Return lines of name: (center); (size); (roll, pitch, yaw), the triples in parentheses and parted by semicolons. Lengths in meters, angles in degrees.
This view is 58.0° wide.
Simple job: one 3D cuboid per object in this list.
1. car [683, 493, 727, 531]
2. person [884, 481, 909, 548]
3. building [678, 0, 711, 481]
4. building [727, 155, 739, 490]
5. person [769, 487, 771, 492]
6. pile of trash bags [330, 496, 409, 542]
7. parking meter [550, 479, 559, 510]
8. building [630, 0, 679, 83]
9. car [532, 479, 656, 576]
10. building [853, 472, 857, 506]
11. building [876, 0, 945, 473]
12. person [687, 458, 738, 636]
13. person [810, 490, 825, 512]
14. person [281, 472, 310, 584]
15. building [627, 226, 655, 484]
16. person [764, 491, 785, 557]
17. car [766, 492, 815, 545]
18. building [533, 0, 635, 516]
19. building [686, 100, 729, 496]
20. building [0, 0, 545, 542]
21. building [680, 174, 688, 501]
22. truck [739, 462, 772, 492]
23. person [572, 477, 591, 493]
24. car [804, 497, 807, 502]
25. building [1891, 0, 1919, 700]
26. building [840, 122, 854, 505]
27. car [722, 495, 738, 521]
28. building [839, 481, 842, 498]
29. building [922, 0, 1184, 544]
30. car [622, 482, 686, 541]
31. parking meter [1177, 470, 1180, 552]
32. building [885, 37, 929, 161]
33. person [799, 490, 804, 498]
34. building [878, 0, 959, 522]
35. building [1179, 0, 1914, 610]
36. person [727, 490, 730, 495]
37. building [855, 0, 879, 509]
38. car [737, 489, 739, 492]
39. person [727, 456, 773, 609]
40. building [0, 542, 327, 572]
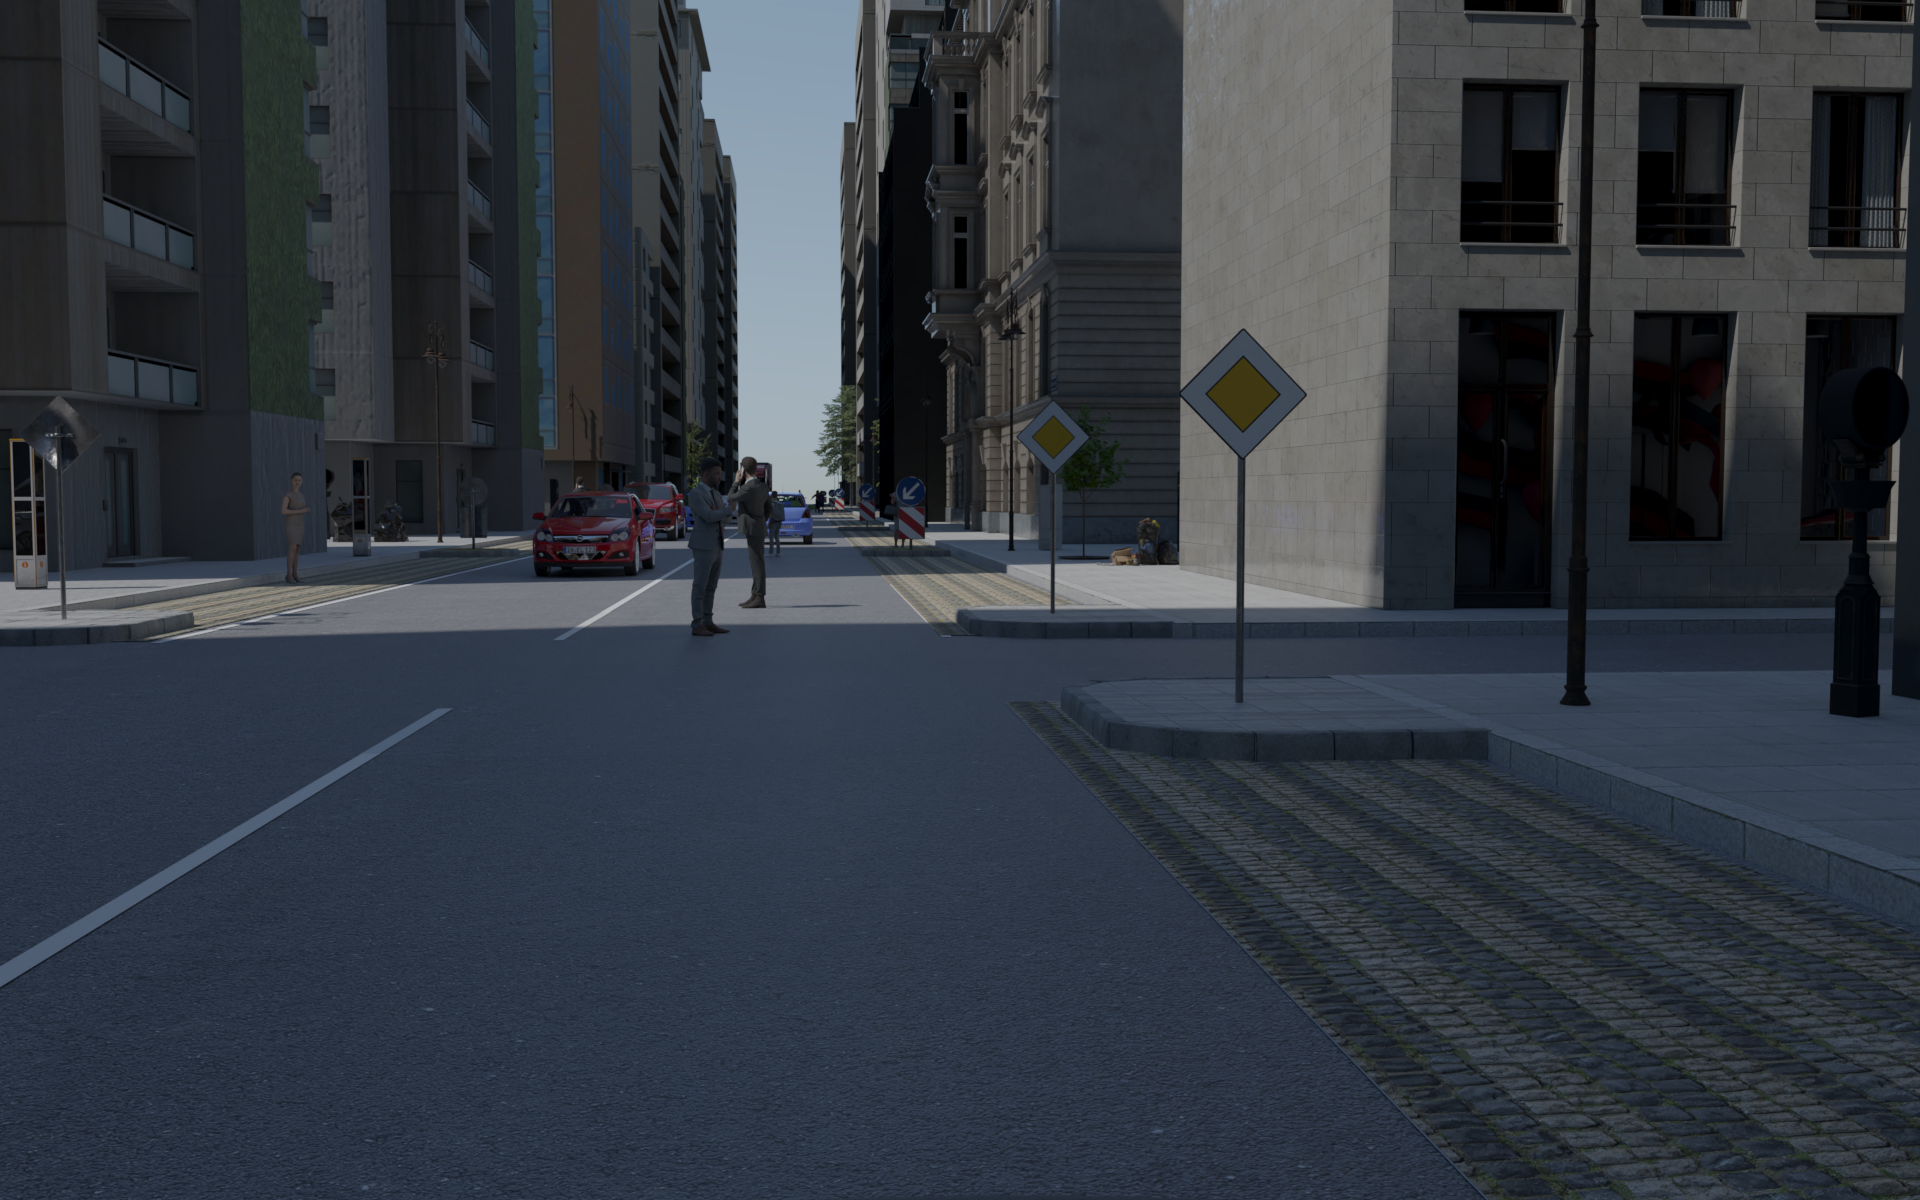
car: (-9.949, -3.492, 66.690); (1.945, 1.707, 3.694); (0, 4, -6)
person: (-1.566, -2.137, 43.801); (0.716, 1.782, 0.532); (0, 4, -1)
building: (-41.827, -36.587, 187.430); (28.713, 52.752, 27.495); (0, 4, -5)
building: (-41.223, -37.362, 234.572); (21.300, 48.544, 21.600); (0, 4, -5)
person: (-10.657, -5.395, 96.665); (1.348, 1.831, 0.705); (2, 4, 34)
pile of trash bags: (-16.614, -2.266, 46.801); (3.447, 1.369, 1.912); (0, 4, 1)
parking meter: (-15.623, -3.732, 66.724); (0.255, 1.863, 0.399); (0, 4, 2)
building: (-32.522, -30.970, 130.068); (21.300, 48.544, 21.600); (0, 4, -5)
car: (-6.633, -1.382, 31.643); (2.155, 1.783, 4.494); (0, 4, -4)
building: (-1.819, -46.272, 194.795); (20.563, 71.187, 20.611); (0, 4, -5)
building: (7.431, -33.369, 134.817); (28.713, 52.752, 27.495); (0, 4, -5)
person: (-2.503, -0.546, 17.605); (0.466, 1.800, 0.511); (0, 4, 7)
person: (-11.198, -7.768, 136.230); (1.217, 1.743, 0.721); (1, 4, 14)
person: (-10.636, -1.157, 27.757); (0.374, 1.781, 0.599); (1, 4, 12)
building: (-33.855, -15.928, 105.466); (27.650, 21.520, 28.899); (0, 4, -5)
person: (-4.237, -1.737, 39.501); (0.523, 1.515, 0.503); (0, 4, 0)
car: (-5.156, -2.488, 50.276); (1.945, 1.707, 3.694); (0, 4, -7)
building: (-22.554, -26.181, 78.169); (14.600, 45.320, 14.200); (0, 4, -5)
building: (-40.163, -36.032, 212.830); (21.300, 48.544, 21.600); (0, 4, -5)
building: (-21.909, -22.787, 56.159); (14.154, 41.232, 14.086); (0, 4, -5)
building: (-31.108, -23.080, 149.060); (14.160, 30.474, 14.107); (0, 4, -5)
truck: (-18.258, -10.144, 154.768); (2.839, 4.237, 11.283); (0, 4, -3)
person: (-10.335, -2.418, 47.403); (0.474, 1.900, 0.648); (3, 5, 43)
car: (-18.922, -11.778, 202.360); (2.009, 1.686, 4.222); (0, 4, -4)
building: (17.504, -23.021, 0.102); (21.300, 48.544, 21.600); (0, 4, -5)
building: (-3.999, -36.254, 216.455); (21.300, 48.544, 21.600); (0, 4, -5)
car: (-11.338, -4.418, 84.591); (2.083, 1.381, 4.827); (0, 4, -5)
building: (-0.657, -33.561, 240.602); (32.217, 40.220, 23.993); (0, 4, -5)
building: (6.019, -14.783, 60.786); (14.460, 24.649, 34.723); (0, 4, -5)
car: (-9.782, -2.801, 54.477); (2.281, 1.827, 5.304); (0, 4, -5)
parking meter: (4.950, -1.982, 38.112); (0.255, 1.863, 0.399); (2, 4, 26)
building: (2.018, -20.945, 114.159); (14.160, 30.474, 14.107); (0, 4, -5)
person: (-14.477, -9.036, 156.255); (1.348, 1.821, 0.705); (3, 5, 43)
building: (2.444, -15.694, 86.282); (12.332, 23.373, 15.834); (0, 4, -5)
building: (12.574, -10.376, 24.398); (16.860, 20.320, 10.420); (0, 4, -5)
person: (-21.095, -9.216, 159.166); (1.348, 1.826, 0.705); (-1, 4, -11)
building: (1.430, -32.740, 159.004); (21.300, 48.544, 21.600); (0, 4, -5)
car: (-17.513, -8.116, 141.376); (2.281, 1.827, 5.304); (0, 4, -5)
person: (-2.648, -0.850, 21.766); (0.474, 1.900, 0.648); (1, 4, 10)
building: (-20.383, -21.166, 29.661); (14.154, 41.232, 14.086); (0, 4, -5)
